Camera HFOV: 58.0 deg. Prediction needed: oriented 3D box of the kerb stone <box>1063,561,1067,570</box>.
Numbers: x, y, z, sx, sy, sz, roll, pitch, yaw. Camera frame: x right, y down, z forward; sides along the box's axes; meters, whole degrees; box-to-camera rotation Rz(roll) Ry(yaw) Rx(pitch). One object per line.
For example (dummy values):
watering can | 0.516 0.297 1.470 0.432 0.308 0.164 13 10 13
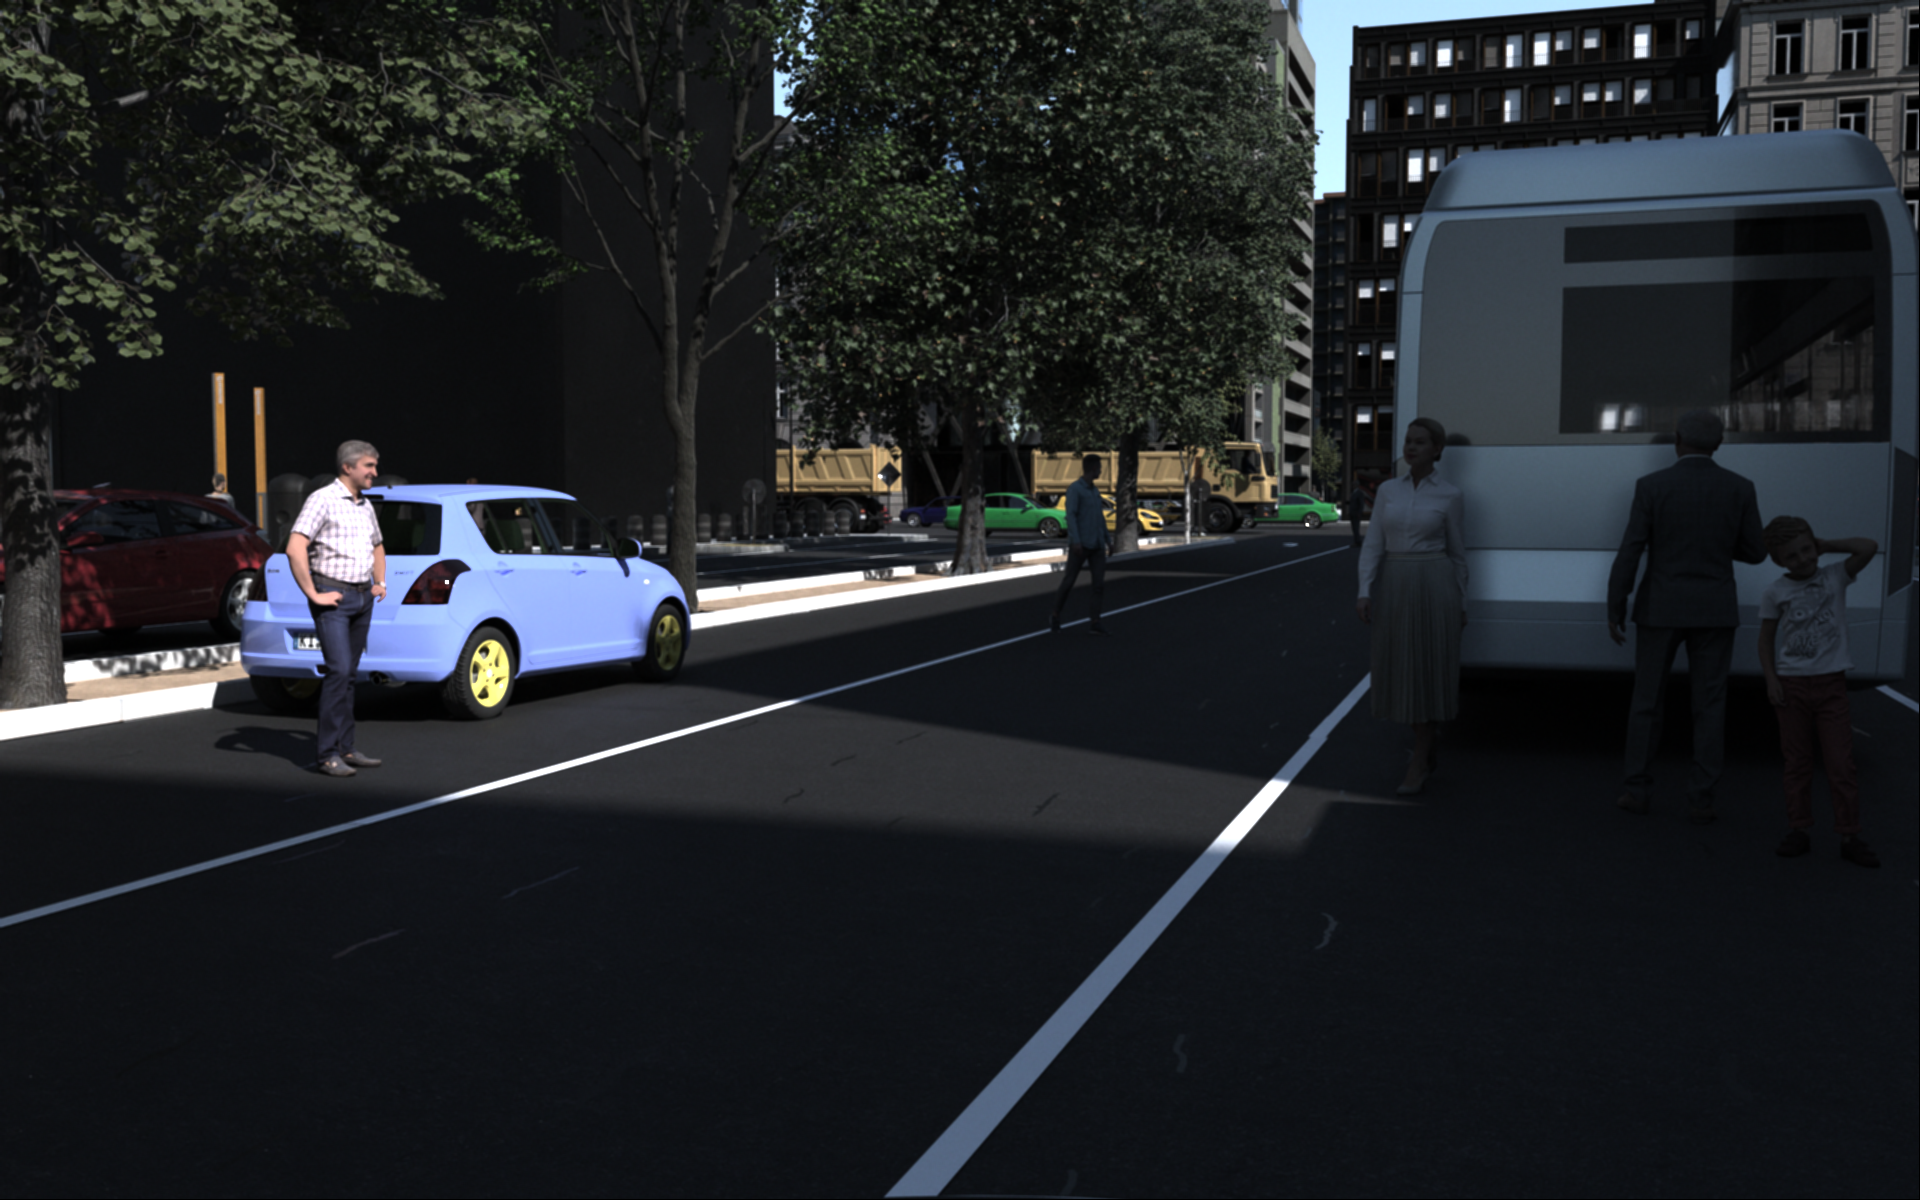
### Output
kerb stone | 1.995 -0.649 32.882 0.120 0.150 1.000 1 4 18

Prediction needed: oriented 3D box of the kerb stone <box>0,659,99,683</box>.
kerb stone | -6.823 0.561 13.025 0.120 0.150 1.000 1 4 18

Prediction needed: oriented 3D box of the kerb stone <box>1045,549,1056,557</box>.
kerb stone | 1.945 -1.050 39.398 0.120 0.150 1.000 1 4 18

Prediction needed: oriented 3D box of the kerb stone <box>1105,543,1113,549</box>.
kerb stone | 3.902 -1.410 45.254 0.120 0.150 1.000 1 4 18

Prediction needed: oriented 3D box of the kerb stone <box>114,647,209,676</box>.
kerb stone | -6.502 0.503 14.000 0.120 0.150 1.000 1 4 18

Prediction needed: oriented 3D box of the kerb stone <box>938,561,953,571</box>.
kerb stone | -0.327 -0.628 32.547 0.120 0.150 1.000 1 4 18

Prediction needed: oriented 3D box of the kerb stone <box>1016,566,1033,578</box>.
kerb stone | 1.021 -0.475 29.956 0.120 0.150 1.000 1 4 18

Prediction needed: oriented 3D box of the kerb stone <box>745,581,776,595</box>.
kerb stone | -2.932 -0.155 24.725 0.120 0.150 1.000 1 4 18

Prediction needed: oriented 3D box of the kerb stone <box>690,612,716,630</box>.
kerb stone | -2.876 0.244 18.239 0.120 0.150 1.000 1 4 18

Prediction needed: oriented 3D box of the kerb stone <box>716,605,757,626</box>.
kerb stone | -2.553 0.190 19.214 0.120 0.150 1.000 1 4 18

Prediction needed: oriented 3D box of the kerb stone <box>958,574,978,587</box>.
kerb stone | 0.037 -0.296 27.029 0.120 0.150 1.000 1 4 18

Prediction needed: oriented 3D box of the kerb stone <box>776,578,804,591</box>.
kerb stone | -2.606 -0.215 25.707 0.120 0.150 1.000 1 4 18

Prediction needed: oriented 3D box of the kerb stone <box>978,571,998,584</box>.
kerb stone | 0.375 -0.351 28.004 0.120 0.150 1.000 1 4 18

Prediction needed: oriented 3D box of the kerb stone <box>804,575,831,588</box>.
kerb stone | -2.278 -0.274 26.680 0.120 0.150 1.000 1 4 18

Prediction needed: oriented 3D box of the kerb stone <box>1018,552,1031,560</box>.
kerb stone | 1.289 -0.932 37.436 0.120 0.150 1.000 1 4 18

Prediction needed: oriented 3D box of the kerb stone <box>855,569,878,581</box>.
kerb stone | -1.626 -0.394 28.645 0.120 0.150 1.000 1 4 18

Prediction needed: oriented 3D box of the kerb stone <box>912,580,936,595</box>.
kerb stone | -0.604 -0.176 25.078 0.120 0.150 1.000 1 4 18

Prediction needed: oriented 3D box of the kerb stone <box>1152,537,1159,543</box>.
kerb stone | 5.524 -1.705 50.151 0.120 0.150 1.000 1 4 18

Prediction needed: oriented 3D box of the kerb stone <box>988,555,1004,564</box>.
kerb stone | 0.647 -0.812 35.474 0.120 0.150 1.000 1 4 18

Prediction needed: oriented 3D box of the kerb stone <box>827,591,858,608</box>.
kerb stone | -1.580 0.003 22.138 0.120 0.150 1.000 1 4 18

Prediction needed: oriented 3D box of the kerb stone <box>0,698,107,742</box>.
kerb stone | -5.485 0.721 10.401 0.120 0.150 1.000 1 4 18

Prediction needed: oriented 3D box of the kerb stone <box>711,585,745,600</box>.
kerb stone | -3.251 -0.095 23.749 0.120 0.150 1.000 1 4 18

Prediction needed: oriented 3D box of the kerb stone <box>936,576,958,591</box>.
kerb stone | -0.279 -0.234 26.052 0.120 0.150 1.000 1 4 18

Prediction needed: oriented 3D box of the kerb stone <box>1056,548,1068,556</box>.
kerb stone | 2.278 -1.107 40.369 0.120 0.150 1.000 1 4 18

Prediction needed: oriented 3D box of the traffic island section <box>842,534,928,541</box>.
traffic island section | -2.229 -1.930 53.838 2.009 0.180 2.903 1 4 18

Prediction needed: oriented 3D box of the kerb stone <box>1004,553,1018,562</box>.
kerb stone | 0.975 -0.870 36.456 0.120 0.150 1.000 1 4 18

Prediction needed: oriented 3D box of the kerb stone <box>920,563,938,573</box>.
kerb stone | -0.659 -0.574 31.575 0.120 0.150 1.000 1 4 18

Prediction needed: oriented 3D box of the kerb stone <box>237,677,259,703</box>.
kerb stone | -4.835 0.603 12.354 0.120 0.150 1.000 1 4 18

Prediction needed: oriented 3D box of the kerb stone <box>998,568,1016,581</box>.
kerb stone | 0.698 -0.412 28.982 0.120 0.150 1.000 1 4 18

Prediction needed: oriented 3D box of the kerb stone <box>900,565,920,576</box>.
kerb stone | -0.971 -0.514 30.596 0.120 0.150 1.000 1 4 18

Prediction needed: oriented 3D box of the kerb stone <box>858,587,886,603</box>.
kerb stone | -1.256 -0.056 23.118 0.120 0.150 1.000 1 4 18

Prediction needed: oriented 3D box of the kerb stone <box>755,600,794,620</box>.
kerb stone | -2.228 0.123 20.188 0.120 0.150 1.000 1 4 18

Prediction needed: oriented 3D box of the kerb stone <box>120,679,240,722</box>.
kerb stone | -5.156 0.664 11.379 0.120 0.150 1.000 1 4 18

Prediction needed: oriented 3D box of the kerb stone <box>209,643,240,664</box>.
kerb stone | -6.172 0.447 14.972 0.120 0.150 1.000 1 4 18

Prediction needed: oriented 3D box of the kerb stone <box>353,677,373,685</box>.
kerb stone | -4.510 0.542 13.328 0.120 0.150 1.000 1 4 18

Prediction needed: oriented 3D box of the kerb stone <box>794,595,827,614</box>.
kerb stone | -1.901 0.063 21.163 0.120 0.150 1.000 1 4 18

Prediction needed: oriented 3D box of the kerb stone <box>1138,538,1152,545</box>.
kerb stone | 5.206 -1.645 49.170 0.120 0.150 1.000 1 4 18

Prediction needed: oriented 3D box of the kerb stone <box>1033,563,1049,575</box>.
kerb stone | 1.345 -0.532 30.931 0.120 0.150 1.000 1 4 18

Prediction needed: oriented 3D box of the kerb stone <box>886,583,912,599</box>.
kerb stone | -0.932 -0.115 24.092 0.120 0.150 1.000 1 4 18

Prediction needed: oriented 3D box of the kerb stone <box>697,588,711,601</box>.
kerb stone | -3.586 -0.036 22.778 0.120 0.150 1.000 1 4 18

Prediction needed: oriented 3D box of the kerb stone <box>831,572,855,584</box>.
kerb stone | -1.960 -0.334 27.657 0.120 0.150 1.000 1 4 18

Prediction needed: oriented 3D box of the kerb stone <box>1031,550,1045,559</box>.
kerb stone | 1.627 -0.990 38.414 0.120 0.150 1.000 1 4 18

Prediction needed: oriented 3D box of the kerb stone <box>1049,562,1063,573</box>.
kerb stone | 1.664 -0.594 31.909 0.120 0.150 1.000 1 4 18

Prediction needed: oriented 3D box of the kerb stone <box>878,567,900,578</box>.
kerb stone | -1.303 -0.454 29.619 0.120 0.150 1.000 1 4 18
